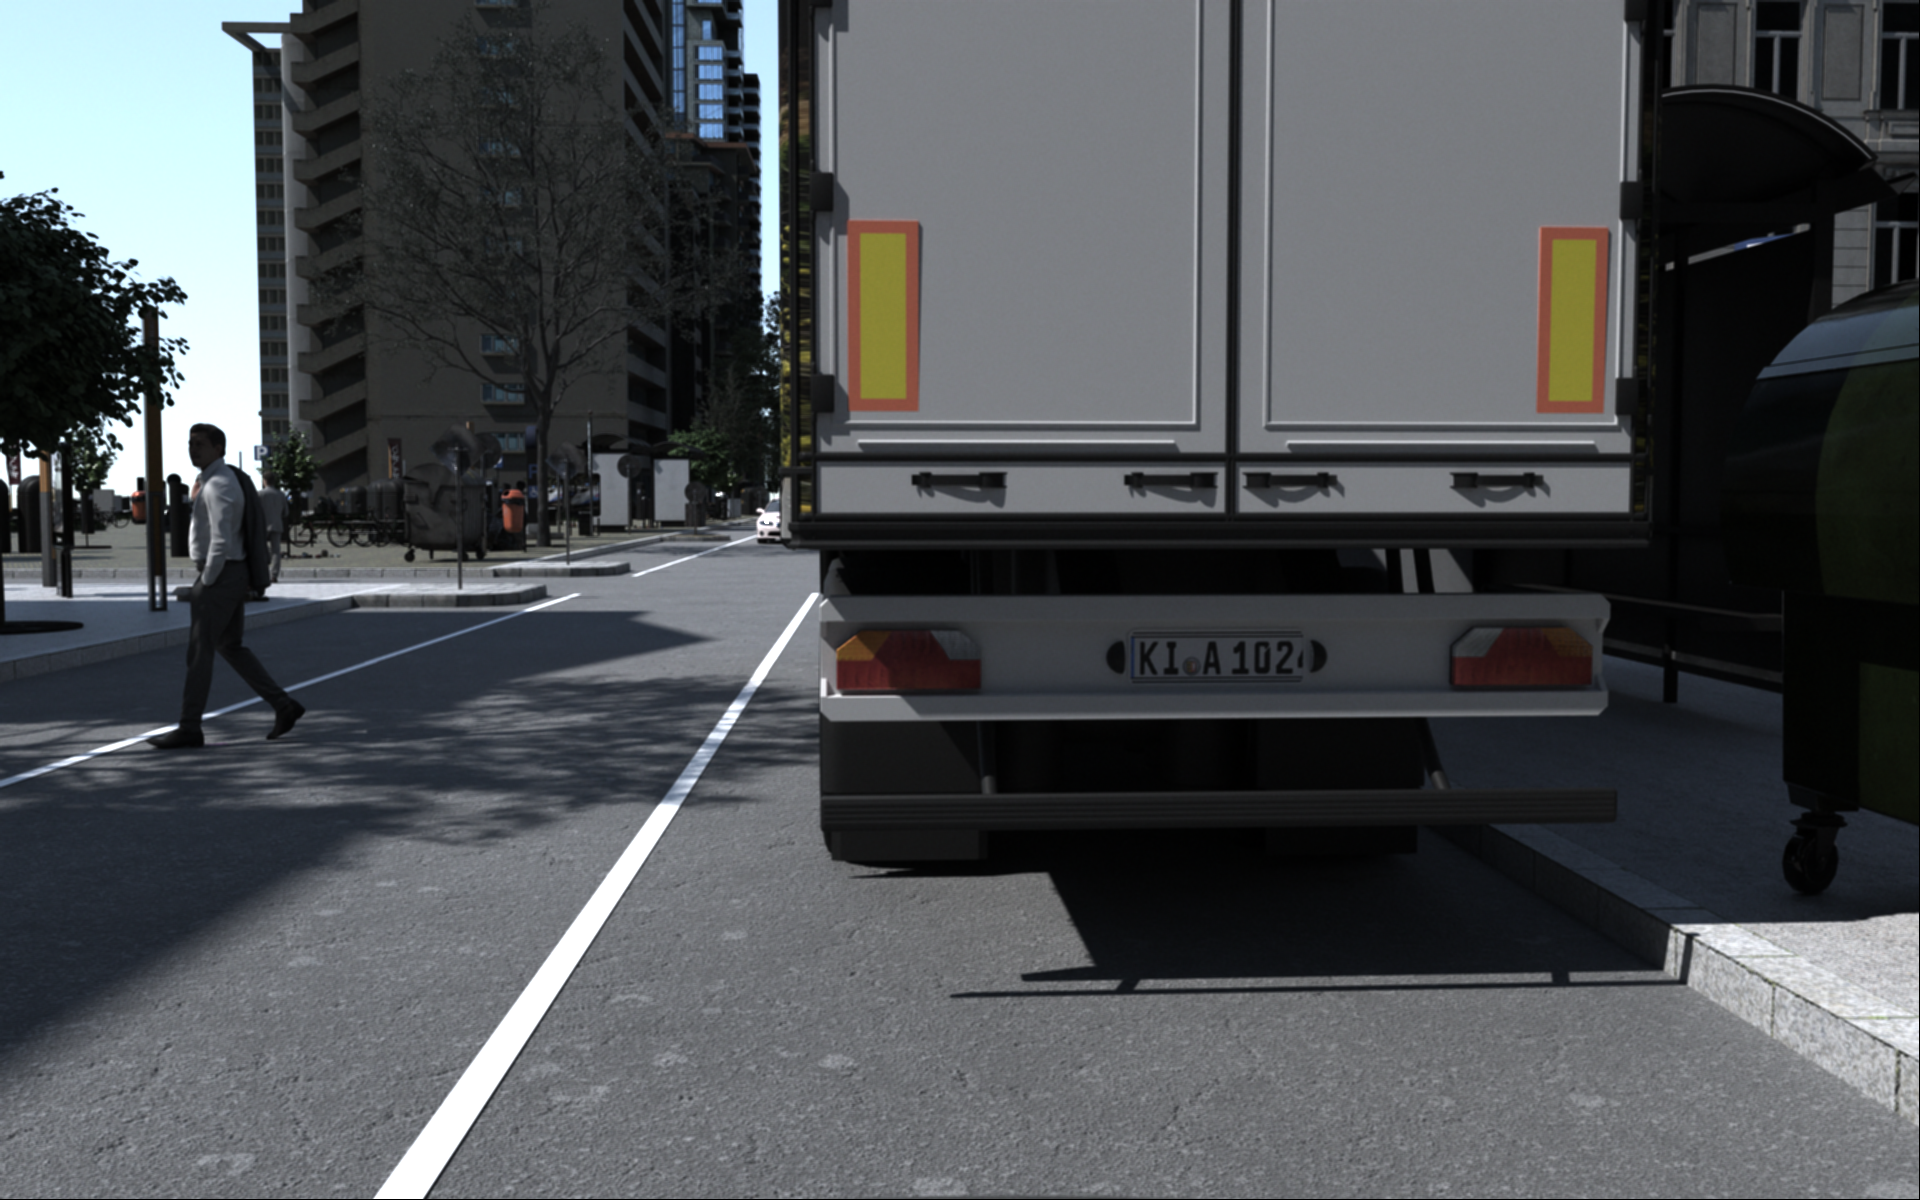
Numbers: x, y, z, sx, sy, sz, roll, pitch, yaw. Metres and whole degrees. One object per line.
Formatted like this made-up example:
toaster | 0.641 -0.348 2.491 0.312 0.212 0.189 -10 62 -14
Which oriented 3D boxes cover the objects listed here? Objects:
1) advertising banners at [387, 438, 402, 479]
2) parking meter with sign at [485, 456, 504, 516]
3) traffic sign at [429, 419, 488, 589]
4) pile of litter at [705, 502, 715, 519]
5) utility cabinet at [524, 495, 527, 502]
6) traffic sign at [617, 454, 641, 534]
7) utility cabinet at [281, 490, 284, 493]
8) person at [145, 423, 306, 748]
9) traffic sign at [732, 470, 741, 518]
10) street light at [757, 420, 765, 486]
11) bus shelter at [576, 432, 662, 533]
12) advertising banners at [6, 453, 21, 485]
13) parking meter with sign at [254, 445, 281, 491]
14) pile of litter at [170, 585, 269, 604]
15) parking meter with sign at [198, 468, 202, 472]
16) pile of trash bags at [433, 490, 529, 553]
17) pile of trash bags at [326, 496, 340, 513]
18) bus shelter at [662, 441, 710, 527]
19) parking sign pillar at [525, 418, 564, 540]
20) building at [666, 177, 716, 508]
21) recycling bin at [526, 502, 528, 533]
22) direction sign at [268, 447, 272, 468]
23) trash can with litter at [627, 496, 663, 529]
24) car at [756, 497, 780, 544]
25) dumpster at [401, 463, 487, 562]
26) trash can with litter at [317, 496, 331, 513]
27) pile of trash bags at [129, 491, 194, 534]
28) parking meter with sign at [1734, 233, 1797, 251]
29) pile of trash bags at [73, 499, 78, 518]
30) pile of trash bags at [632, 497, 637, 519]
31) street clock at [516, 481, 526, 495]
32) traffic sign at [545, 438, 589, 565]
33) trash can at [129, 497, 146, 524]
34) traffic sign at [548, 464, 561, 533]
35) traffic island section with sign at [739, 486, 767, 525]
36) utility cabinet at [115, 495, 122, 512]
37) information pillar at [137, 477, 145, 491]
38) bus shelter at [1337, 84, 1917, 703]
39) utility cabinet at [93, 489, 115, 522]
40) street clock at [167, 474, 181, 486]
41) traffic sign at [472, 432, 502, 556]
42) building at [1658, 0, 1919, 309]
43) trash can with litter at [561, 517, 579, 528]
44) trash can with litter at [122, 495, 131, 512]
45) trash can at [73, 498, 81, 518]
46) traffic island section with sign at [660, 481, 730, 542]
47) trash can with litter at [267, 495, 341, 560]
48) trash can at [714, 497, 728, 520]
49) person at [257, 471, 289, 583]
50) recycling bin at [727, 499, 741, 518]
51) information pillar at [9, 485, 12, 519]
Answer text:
advertising banners | -17.287 -3.594 54.952 0.090 3.025 2.074 2 4 34
parking meter with sign | -21.114 -5.000 78.018 0.543 3.016 1.738 0 4 6
traffic sign | -6.735 -1.201 23.286 0.795 2.450 0.064 0 4 -2
pile of litter | -13.332 -4.735 91.377 1.176 0.858 1.719 3 5 41
utility cabinet | -23.447 -5.138 95.175 1.020 1.237 0.306 -1 4 -9
traffic sign | -10.583 -3.382 55.398 0.768 2.556 0.104 0 4 4
utility cabinet | -38.832 -5.543 99.311 1.173 1.500 0.318 2 4 24
person | -4.219 -0.081 9.918 0.850 1.850 0.679 -1 4 -22
traffic sign | -11.735 -5.473 89.484 0.884 2.594 0.081 0 4 6
street light | -12.457 -8.282 108.192 0.468 5.910 1.993 0 4 -2
bus shelter | -11.706 -4.013 59.536 2.014 3.302 5.546 0 4 -3
advertising banners | -26.981 -3.333 50.681 2.074 3.025 0.090 0 4 5
parking meter with sign | -24.920 -4.069 62.792 0.543 3.016 1.738 0 4 1
pile of litter | -8.883 -0.420 20.828 1.176 0.858 1.719 -1 4 -8
parking meter with sign | -38.166 -5.663 88.853 0.543 3.016 1.738 2 4 27
pile of trash bags | -10.559 -1.778 38.822 1.912 1.369 3.447 -3 4 -38
pile of trash bags | -36.218 -5.679 102.607 3.447 1.369 1.912 2 4 30
bus shelter | -11.282 -4.612 69.334 2.014 3.302 5.546 0 4 -2
parking sign pillar | -11.969 -3.705 49.046 1.447 3.967 1.447 0 4 -6
building | -30.195 -23.685 158.945 14.160 30.474 14.107 0 4 -2
recycling bin | -14.184 -2.671 56.225 0.722 1.027 0.722 0 4 6
direction sign | -33.165 -5.586 83.320 0.379 3.537 0.876 -2 4 -30
trash can with litter | -11.868 -3.254 64.253 1.678 1.210 2.233 1 4 12
car | -4.975 -2.403 51.651 2.083 1.381 4.827 0 4 -1
dumpster | -9.907 -1.683 33.272 1.264 1.857 1.865 0 4 -3
trash can with litter | -29.196 -4.205 80.136 1.055 1.170 0.624 1 4 15
pile of trash bags | -26.041 -2.925 57.573 1.912 1.369 3.447 2 4 23
parking meter with sign | 6.186 -0.979 12.274 1.738 3.016 0.543 -2 4 -35
pile of trash bags | -44.657 -4.638 85.584 1.912 1.369 3.447 -2 4 -27
pile of trash bags | -17.211 -4.779 87.895 3.447 1.369 1.912 -2 4 -25
street clock | -23.882 -5.486 94.272 0.471 2.002 0.358 2 4 28
traffic sign | -7.084 -1.689 31.263 0.795 2.450 0.064 0 4 -2
trash can | -34.911 -3.794 73.688 0.748 1.137 0.748 0 3 0
traffic sign | -12.275 -3.234 52.983 0.768 2.556 0.104 0 4 7
traffic island section with sign | -9.300 -4.435 81.136 1.989 1.847 2.006 0 4 -2
utility cabinet | -45.535 -5.000 92.914 1.020 1.237 0.306 -2 4 -28
information pillar | -35.476 -4.316 75.057 0.304 2.012 0.304 -1 4 -22
bus shelter | 3.603 -1.066 11.349 2.014 3.302 5.546 0 4 -2
utility cabinet | -39.577 -4.347 79.745 1.173 1.500 0.318 -1 4 -8
street clock | -27.728 -3.460 61.144 0.471 2.002 0.358 -2 4 -26
traffic sign | -9.836 -2.181 35.757 0.768 2.556 0.104 0 4 -2
building | 31.775 -16.636 48.414 44.131 29.872 17.030 0 4 -2
trash can with litter | -16.247 -3.788 72.986 2.233 1.210 1.678 -3 4 -38
trash can with litter | -47.858 -5.456 100.262 1.678 1.210 2.233 2 4 27
trash can | -35.782 -3.584 70.245 0.748 1.137 0.748 0 3 0
traffic island section with sign | -8.073 -2.715 53.011 1.989 1.847 2.006 0 4 -2
trash can with litter | -13.270 -1.446 34.693 1.678 1.210 2.233 2 4 35
trash can | -11.874 -4.555 86.135 0.748 1.137 0.748 0 3 0
person | -11.236 -1.184 28.058 0.583 1.804 0.606 3 4 36
recycling bin | -12.295 -4.969 93.803 0.722 1.027 0.722 -2 4 -24
information pillar | -49.183 -6.013 89.668 0.183 3.616 0.504 -2 4 -32
